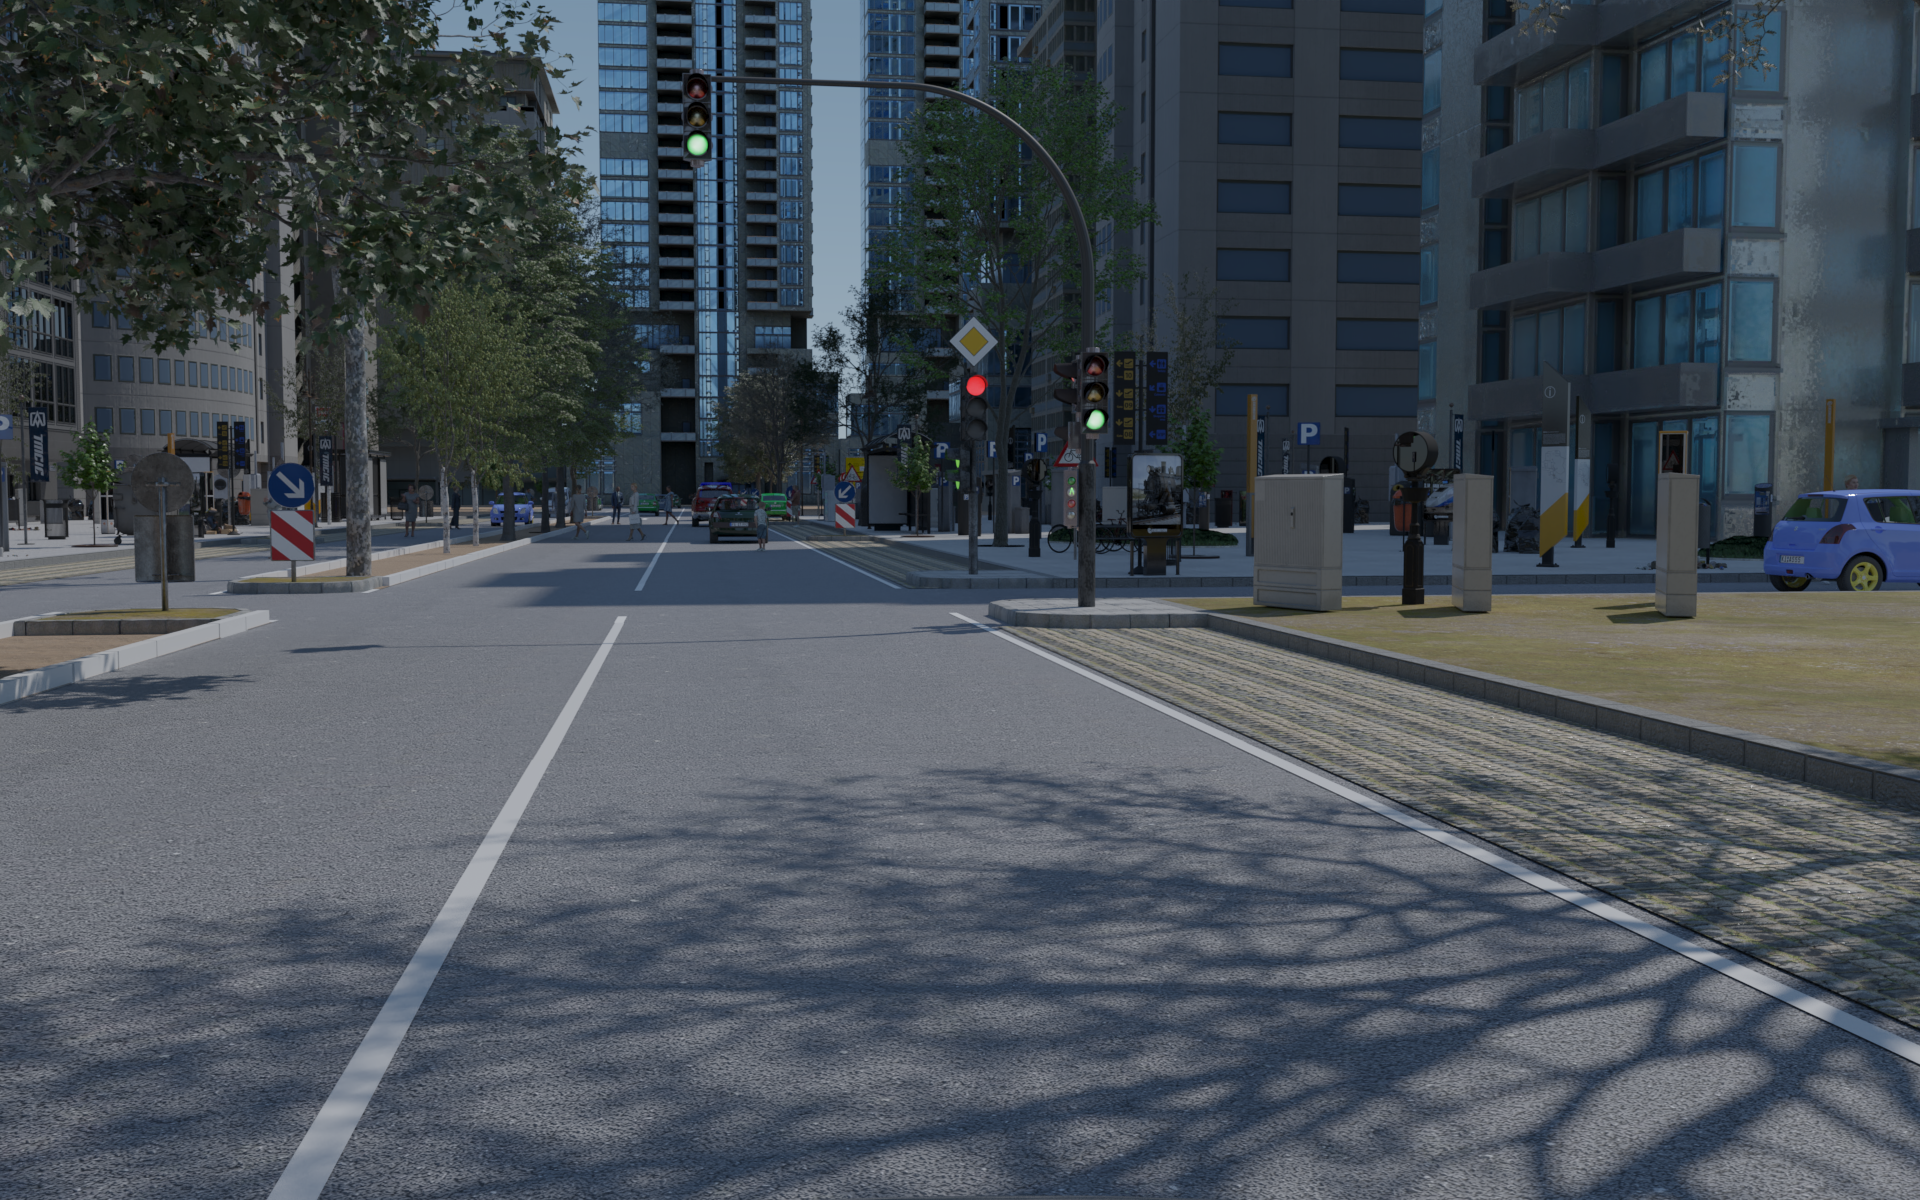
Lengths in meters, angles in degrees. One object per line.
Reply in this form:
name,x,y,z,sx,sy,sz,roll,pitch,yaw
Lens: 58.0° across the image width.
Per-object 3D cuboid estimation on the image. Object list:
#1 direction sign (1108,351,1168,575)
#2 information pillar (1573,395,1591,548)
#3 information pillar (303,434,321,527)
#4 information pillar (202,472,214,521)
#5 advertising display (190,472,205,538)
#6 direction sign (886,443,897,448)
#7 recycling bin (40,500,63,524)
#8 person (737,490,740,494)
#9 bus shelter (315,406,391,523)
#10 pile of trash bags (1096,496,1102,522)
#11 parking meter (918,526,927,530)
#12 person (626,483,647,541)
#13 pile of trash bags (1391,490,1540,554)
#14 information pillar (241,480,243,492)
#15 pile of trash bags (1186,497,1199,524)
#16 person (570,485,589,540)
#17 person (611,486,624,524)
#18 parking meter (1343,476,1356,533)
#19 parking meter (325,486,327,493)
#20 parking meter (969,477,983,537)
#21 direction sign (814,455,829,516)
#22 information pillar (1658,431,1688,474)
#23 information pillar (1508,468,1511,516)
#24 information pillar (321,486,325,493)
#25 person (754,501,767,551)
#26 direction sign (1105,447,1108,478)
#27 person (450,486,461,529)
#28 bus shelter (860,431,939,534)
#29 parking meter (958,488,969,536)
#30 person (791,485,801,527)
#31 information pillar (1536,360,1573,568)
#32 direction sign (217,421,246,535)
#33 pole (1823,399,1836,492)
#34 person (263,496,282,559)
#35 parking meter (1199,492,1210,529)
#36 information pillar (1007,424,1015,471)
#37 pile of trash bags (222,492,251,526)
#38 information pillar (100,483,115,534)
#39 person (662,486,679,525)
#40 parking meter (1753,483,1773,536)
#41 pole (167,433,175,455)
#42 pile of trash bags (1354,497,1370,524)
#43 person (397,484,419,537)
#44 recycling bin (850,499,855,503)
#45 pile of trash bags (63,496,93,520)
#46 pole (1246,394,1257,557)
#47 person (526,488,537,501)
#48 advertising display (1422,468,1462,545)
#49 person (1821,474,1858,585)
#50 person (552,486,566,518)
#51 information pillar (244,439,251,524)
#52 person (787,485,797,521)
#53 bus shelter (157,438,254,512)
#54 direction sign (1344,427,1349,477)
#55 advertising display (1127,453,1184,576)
direction sign,2.874,-2.177,27.587,0.876,3.537,0.379,-1,4,-9
information pillar,14.803,-3.050,41.228,0.504,3.616,0.183,-2,4,-35
information pillar,-25.277,-4.648,67.352,0.504,3.616,0.183,1,4,13
information pillar,-24.708,-3.202,56.851,0.304,2.012,0.304,2,4,26
advertising display,-22.354,-2.786,50.760,0.123,1.923,0.974,-3,5,-41
direction sign,-3.117,-5.224,77.409,0.379,3.537,0.876,3,5,39
recycling bin,-39.046,-3.785,74.434,0.722,1.027,0.722,-3,5,-44
person,-21.931,-10.008,172.231,0.705,1.812,1.348,3,5,42
bus shelter,-28.775,-6.382,81.973,2.179,5.291,8.768,-1,4,-9
pile of trash bags,6.851,-4.287,79.849,1.912,1.369,3.447,2,4,28
parking meter,-1.341,-3.389,61.116,0.255,1.863,0.399,-2,4,-33
person,-9.933,-2.705,53.076,0.624,1.780,0.694,-1,4,-8
pile of trash bags,11.280,-1.745,38.282,3.447,1.369,1.912,1,4,20
information pillar,-37.515,-5.278,90.789,0.304,2.012,0.304,-2,4,-24
pile of trash bags,9.195,-3.884,73.262,1.912,1.369,3.447,2,4,25
person,-11.920,-2.761,54.385,0.760,1.731,0.466,2,4,26
person,-16.255,-4.486,82.025,0.721,1.800,0.419,-2,4,-35
parking meter,12.739,-3.123,56.770,0.399,1.863,0.255,2,4,35
parking meter,-32.264,-5.067,88.558,0.399,1.863,0.255,-1,4,-21
parking meter,0.486,-2.853,52.363,0.399,1.863,0.255,0,4,4
direction sign,-8.108,-6.694,101.441,0.876,3.537,0.379,-1,4,-18
information pillar,8.349,-0.968,20.321,0.304,2.012,0.304,2,4,25
information pillar,15.549,-2.696,48.568,0.304,2.012,0.304,1,4,10
information pillar,-34.585,-6.257,93.654,0.183,3.616,0.504,2,4,28
person,-5.000,-1.848,43.395,0.332,1.250,0.352,0,4,7
direction sign,7.264,-5.604,83.619,0.379,3.537,0.876,3,5,44
person,-20.535,-3.759,70.383,0.534,1.772,0.576,-2,4,-27
bus shelter,-2.079,-3.913,57.896,2.014,3.302,5.546,-1,4,-9
parking meter,0.118,-2.764,53.605,0.372,1.533,0.369,0,3,0
person,-7.058,-4.037,74.485,0.573,1.828,0.580,-3,5,-41
information pillar,10.378,-2.379,30.251,0.183,3.616,0.504,-3,5,-43
direction sign,-22.695,-3.793,54.013,0.876,3.537,0.379,0,3,0
pole,18.677,-2.654,37.236,0.158,3.312,0.155,0,3,0
person,-15.105,-1.800,38.103,0.511,1.800,0.466,3,5,41
parking meter,8.699,-3.259,61.701,0.372,1.533,0.369,0,3,0
information pillar,1.676,-4.094,58.283,0.183,3.616,0.504,-3,5,-42
pile of trash bags,-29.866,-3.733,70.783,3.447,1.369,1.912,3,5,42
information pillar,-27.264,-3.112,55.378,0.304,2.012,0.304,1,4,19
person,-13.335,-4.345,79.631,0.778,1.811,0.616,-1,4,-20
parking meter,18.232,-1.891,39.332,0.372,1.533,0.369,0,3,0
pole,-26.389,-3.925,58.016,0.158,3.312,0.155,0,3,0
pile of trash bags,16.728,-3.981,74.840,1.912,1.369,3.447,1,4,13
person,-18.452,-3.000,57.910,0.716,1.782,0.532,-1,4,-12
recycling bin,-5.983,-5.245,98.309,0.722,1.027,0.722,1,4,15
pile of trash bags,-43.512,-4.586,84.728,3.447,1.369,1.912,-1,4,-21
pole,5.980,-2.549,35.511,0.158,3.312,0.155,0,3,0
person,-30.017,-6.856,120.584,0.705,1.826,1.348,2,4,33
advertising display,12.116,-2.344,43.544,0.974,1.923,0.123,3,4,36
person,13.896,-1.113,27.365,0.598,1.740,0.731,2,4,23
person,-18.358,-4.318,79.206,0.635,1.810,0.391,-3,4,-38
information pillar,-30.210,-5.021,73.443,0.504,3.616,0.183,3,5,42
person,-7.857,-4.492,81.722,0.659,1.850,0.755,-3,4,-37
bus shelter,-28.473,-4.386,65.627,2.014,3.302,5.546,-1,4,-9
direction sign,13.188,-4.108,59.165,0.379,3.537,0.876,1,4,20
advertising display,3.067,-1.346,27.221,0.974,1.923,0.123,-2,4,-26
